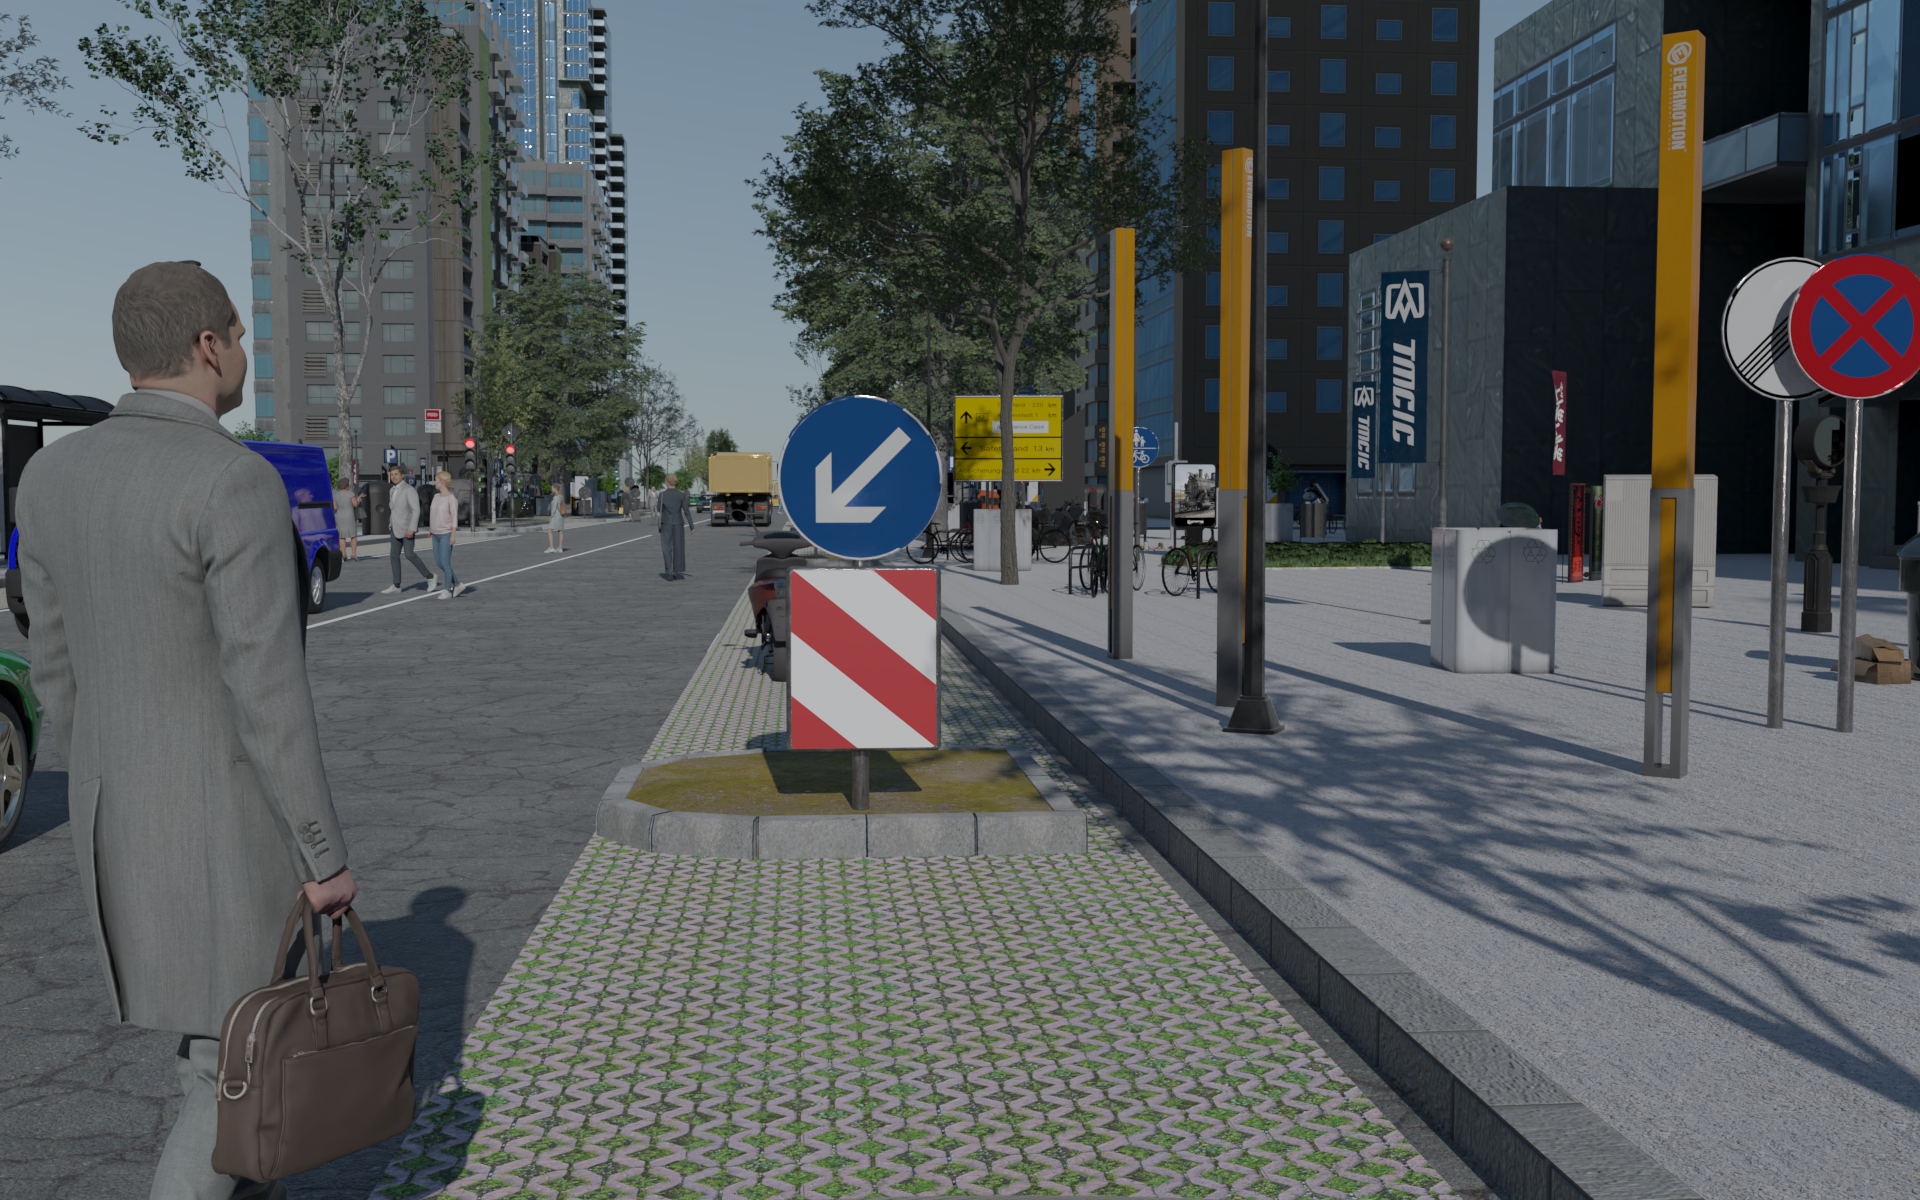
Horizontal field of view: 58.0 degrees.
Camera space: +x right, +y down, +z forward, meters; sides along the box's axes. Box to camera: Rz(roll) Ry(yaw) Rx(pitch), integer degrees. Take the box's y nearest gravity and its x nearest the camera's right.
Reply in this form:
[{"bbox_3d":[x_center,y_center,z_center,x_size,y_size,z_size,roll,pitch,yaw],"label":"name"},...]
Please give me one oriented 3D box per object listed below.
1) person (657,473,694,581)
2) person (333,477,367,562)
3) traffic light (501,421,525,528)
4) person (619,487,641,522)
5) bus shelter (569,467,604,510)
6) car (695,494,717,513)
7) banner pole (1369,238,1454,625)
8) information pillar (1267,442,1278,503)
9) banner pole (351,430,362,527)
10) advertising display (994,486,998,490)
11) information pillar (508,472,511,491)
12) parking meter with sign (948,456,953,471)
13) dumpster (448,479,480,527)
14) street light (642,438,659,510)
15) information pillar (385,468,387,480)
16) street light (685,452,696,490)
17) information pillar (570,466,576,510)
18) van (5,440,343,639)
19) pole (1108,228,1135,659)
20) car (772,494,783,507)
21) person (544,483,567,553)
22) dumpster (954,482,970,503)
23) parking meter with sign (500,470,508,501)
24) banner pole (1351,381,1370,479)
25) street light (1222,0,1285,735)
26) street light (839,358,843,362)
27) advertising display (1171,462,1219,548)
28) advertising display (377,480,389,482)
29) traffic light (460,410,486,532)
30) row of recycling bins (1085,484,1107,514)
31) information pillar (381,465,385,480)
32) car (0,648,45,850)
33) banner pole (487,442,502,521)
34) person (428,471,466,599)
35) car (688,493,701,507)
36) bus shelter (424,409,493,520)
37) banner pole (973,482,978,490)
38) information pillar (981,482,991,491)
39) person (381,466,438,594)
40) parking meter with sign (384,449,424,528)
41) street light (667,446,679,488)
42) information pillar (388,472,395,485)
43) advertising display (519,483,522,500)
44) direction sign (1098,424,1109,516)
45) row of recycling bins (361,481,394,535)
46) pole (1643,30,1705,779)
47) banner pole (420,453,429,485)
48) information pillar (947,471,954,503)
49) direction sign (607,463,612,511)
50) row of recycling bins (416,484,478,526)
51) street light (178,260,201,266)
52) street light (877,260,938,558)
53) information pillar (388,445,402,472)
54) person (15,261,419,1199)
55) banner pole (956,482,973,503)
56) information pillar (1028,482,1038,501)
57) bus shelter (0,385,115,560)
[{"bbox_3d":[-4.724,-1.207,28.650,0.576,1.772,0.534,-2,4,-34],"label":"person"},{"bbox_3d":[-12.882,-1.704,36.714,0.716,1.782,0.532,1,4,10],"label":"person"},{"bbox_3d":[-17.106,-4.727,66.200,0.839,4.253,0.868,0,4,-5],"label":"traffic light"},{"bbox_3d":[-16.813,-4.855,88.094,0.699,1.804,1.509,-2,4,-31],"label":"person"},{"bbox_3d":[-28.908,-8.592,134.409,2.014,3.302,5.546,0,4,-5],"label":"bus shelter"},{"bbox_3d":[-18.977,-7.405,130.853,2.009,1.686,4.222,0,4,-5],"label":"car"},{"bbox_3d":[4.539,-1.657,17.104,0.863,3.779,0.401,1,4,21],"label":"banner pole"},{"bbox_3d":[14.025,-5.295,77.920,0.504,3.616,0.183,1,4,9],"label":"information pillar"},{"bbox_3d":[-23.711,-4.741,67.528,0.863,3.779,0.401,1,4,20],"label":"banner pole"},{"bbox_3d":[2.407,-7.834,133.301,0.974,1.923,0.123,0,4,0],"label":"advertising display"},{"bbox_3d":[-29.190,-7.429,112.816,0.504,3.616,0.183,1,4,13],"label":"information pillar"},{"bbox_3d":[-0.464,-5.145,80.387,0.543,3.016,1.738,-1,4,-13],"label":"parking meter with sign"},{"bbox_3d":[-19.424,-3.765,67.315,1.264,1.857,1.865,0,4,-5],"label":"dumpster"},{"bbox_3d":[-25.375,-10.378,142.215,1.470,5.913,1.316,0,4,-5],"label":"street light"},{"bbox_3d":[-37.370,-7.502,114.016,0.504,3.616,0.183,-1,4,-14],"label":"information pillar"},{"bbox_3d":[-29.966,-13.463,192.666,1.470,5.913,1.316,0,4,-5],"label":"street light"},{"bbox_3d":[-27.201,-7.975,121.743,0.183,3.616,0.504,1,4,19],"label":"information pillar"},{"bbox_3d":[-8.469,-0.892,18.965,2.240,2.365,5.245,0,4,-4],"label":"van"},{"bbox_3d":[1.250,-1.198,13.434,0.158,3.312,0.155,0,3,0],"label":"pole"},{"bbox_3d":[-18.243,-9.927,172.525,2.015,1.641,3.980,0,4,-5],"label":"car"},{"bbox_3d":[-9.888,-2.018,42.497,0.522,1.701,0.512,0,4,8],"label":"person"},{"bbox_3d":[-0.234,-4.049,71.957,1.264,1.857,1.865,0,4,-5],"label":"dumpster"},{"bbox_3d":[-32.130,-7.693,122.037,0.543,3.016,1.738,-2,4,-33],"label":"parking meter with sign"},{"bbox_3d":[8.038,-2.679,33.824,0.863,3.779,0.401,2,4,26],"label":"banner pole"},{"bbox_3d":[1.054,-2.240,9.173,1.470,5.913,1.316,0,4,-5],"label":"street light"},{"bbox_3d":[-3.501,-5.313,59.405,1.470,5.913,1.316,0,4,-5],"label":"street light"},{"bbox_3d":[4.793,-1.852,35.491,0.974,1.923,0.123,-1,4,-18],"label":"advertising display"},{"bbox_3d":[-27.094,-4.667,81.525,0.123,1.923,0.974,1,4,20],"label":"advertising display"},{"bbox_3d":[-16.391,-4.240,58.247,0.839,4.253,0.868,0,4,-5],"label":"traffic light"},{"bbox_3d":[5.426,-3.906,70.970,1.069,1.692,3.534,-3,4,-37],"label":"row of recycling bins"},{"bbox_3d":[-45.650,-8.929,137.342,0.183,3.616,0.504,3,5,42],"label":"information pillar"},{"bbox_3d":[-4.550,0.211,5.339,1.959,1.807,4.718,0,4,-5],"label":"car"},{"bbox_3d":[-22.416,-5.714,83.433,0.401,3.779,0.863,3,5,44],"label":"banner pole"},{"bbox_3d":[-7.032,-0.891,23.735,0.731,1.740,0.598,2,4,30],"label":"person"},{"bbox_3d":[-26.419,-10.015,172.534,1.959,1.807,4.718,0,4,-5],"label":"car"},{"bbox_3d":[-24.296,-6.515,84.148,2.179,5.291,8.768,0,4,-5],"label":"bus shelter"},{"bbox_3d":[0.764,-6.210,91.551,0.401,3.779,0.863,-3,5,-40],"label":"banner pole"},{"bbox_3d":[1.068,-4.721,68.548,0.504,3.616,0.183,3,4,39],"label":"information pillar"},{"bbox_3d":[-8.019,-1.027,25.134,0.661,1.843,0.795,3,5,41],"label":"person"},{"bbox_3d":[-21.420,-4.317,66.848,1.738,3.016,0.543,2,4,33],"label":"parking meter with sign"},{"bbox_3d":[-27.727,-11.924,167.497,1.470,5.913,1.316,0,4,-5],"label":"street light"},{"bbox_3d":[-18.995,-3.279,58.106,0.304,2.012,0.304,-1,4,-18],"label":"information pillar"},{"bbox_3d":[-25.985,-5.905,101.766,0.123,1.923,0.974,1,4,9],"label":"advertising display"},{"bbox_3d":[4.756,-3.896,55.690,0.379,3.537,0.876,-3,4,-39],"label":"direction sign"},{"bbox_3d":[-18.656,-2.973,55.727,1.069,1.692,3.534,-1,4,-15],"label":"row of recycling bins"},{"bbox_3d":[3.217,-0.854,7.799,0.158,3.312,0.155,0,3,0],"label":"pole"},{"bbox_3d":[-32.294,-7.009,104.618,0.401,3.779,0.863,2,4,28],"label":"banner pole"},{"bbox_3d":[-0.377,-3.160,56.161,0.304,2.012,0.304,-2,4,-27],"label":"information pillar"},{"bbox_3d":[-25.185,-8.106,124.537,0.379,3.537,0.876,-2,4,-32],"label":"direction sign"},{"bbox_3d":[-20.897,-3.874,70.456,1.069,1.692,3.534,1,4,18],"label":"row of recycling bins"},{"bbox_3d":[-15.750,-3.787,34.465,1.470,5.913,1.316,0,4,-5],"label":"street light"},{"bbox_3d":[-1.161,-3.793,34.564,1.470,5.913,1.316,0,4,-5],"label":"street light"},{"bbox_3d":[-26.545,-5.517,81.558,0.504,3.616,0.183,-1,4,-13],"label":"information pillar"},{"bbox_3d":[-1.236,0.348,2.908,0.694,1.812,0.767,2,4,28],"label":"person"},{"bbox_3d":[0.005,-4.291,60.169,0.401,3.779,0.863,-1,4,-21],"label":"banner pole"},{"bbox_3d":[2.809,-4.636,67.149,0.504,3.616,0.183,-3,5,-41],"label":"information pillar"},{"bbox_3d":[-17.860,-2.395,33.077,2.014,3.302,5.546,0,4,-5],"label":"bus shelter"}]
